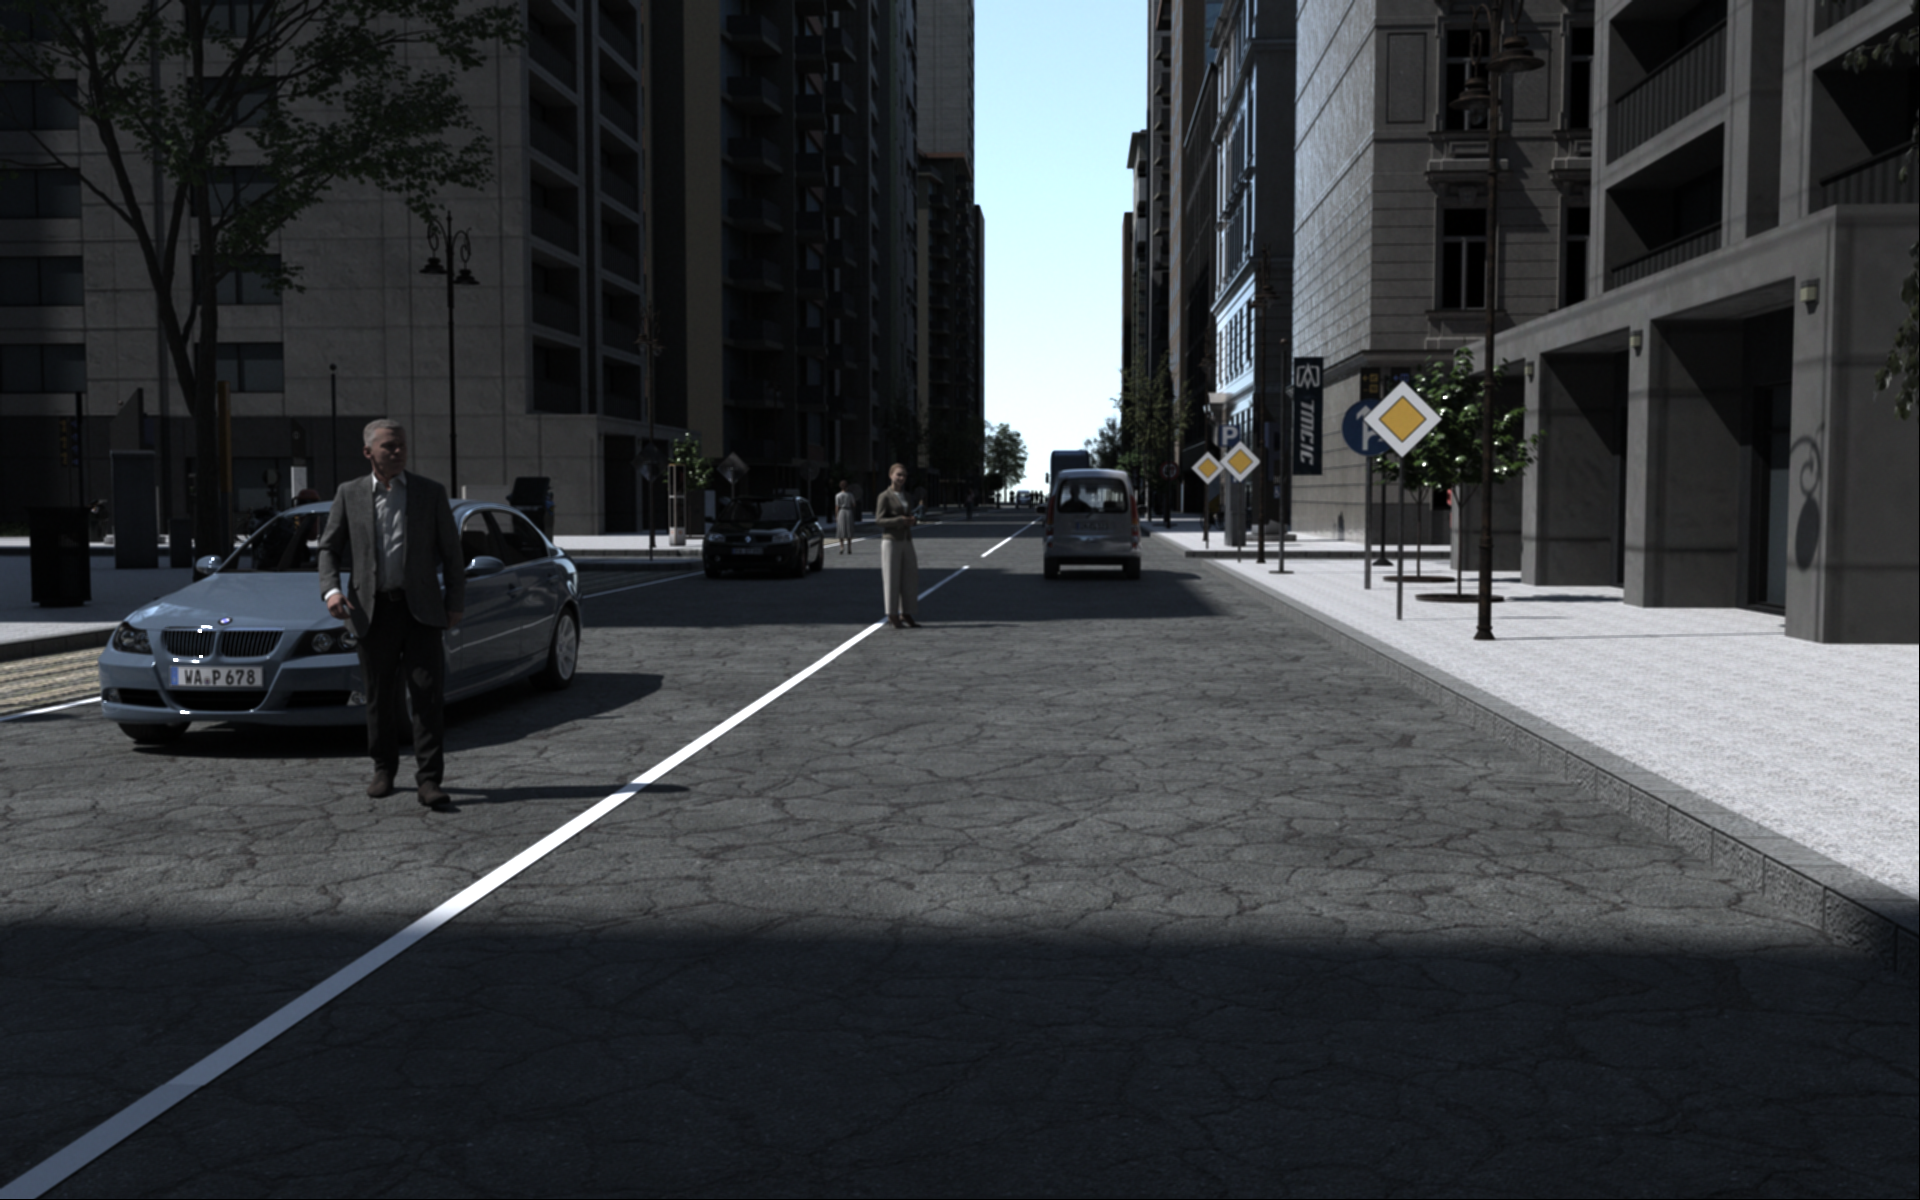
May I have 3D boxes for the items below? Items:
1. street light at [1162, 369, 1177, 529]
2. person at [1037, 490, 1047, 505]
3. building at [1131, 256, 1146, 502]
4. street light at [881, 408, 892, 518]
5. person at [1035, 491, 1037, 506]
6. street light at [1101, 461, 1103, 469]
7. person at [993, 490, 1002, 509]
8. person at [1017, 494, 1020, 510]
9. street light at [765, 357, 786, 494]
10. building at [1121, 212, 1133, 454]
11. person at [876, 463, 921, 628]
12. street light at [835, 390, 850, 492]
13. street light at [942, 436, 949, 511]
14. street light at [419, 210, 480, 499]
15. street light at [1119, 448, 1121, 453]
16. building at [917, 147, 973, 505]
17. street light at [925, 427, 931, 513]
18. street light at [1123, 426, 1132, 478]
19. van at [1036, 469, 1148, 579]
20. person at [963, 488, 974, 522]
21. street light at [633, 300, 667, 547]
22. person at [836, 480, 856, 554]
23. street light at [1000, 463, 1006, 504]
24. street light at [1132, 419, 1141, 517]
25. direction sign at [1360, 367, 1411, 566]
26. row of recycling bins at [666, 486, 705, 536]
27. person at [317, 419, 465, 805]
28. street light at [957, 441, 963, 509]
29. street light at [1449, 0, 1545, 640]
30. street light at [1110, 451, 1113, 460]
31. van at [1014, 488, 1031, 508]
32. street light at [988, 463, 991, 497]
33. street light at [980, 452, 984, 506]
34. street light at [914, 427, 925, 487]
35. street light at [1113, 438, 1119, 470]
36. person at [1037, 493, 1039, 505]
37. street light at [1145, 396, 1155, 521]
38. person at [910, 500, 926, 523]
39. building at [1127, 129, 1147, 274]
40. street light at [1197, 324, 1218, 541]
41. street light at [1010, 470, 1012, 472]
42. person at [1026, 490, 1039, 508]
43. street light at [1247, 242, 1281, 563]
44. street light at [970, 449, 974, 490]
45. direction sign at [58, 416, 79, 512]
[{"bbox_3d":[7.757,-5.595,64.259,0.468,5.910,1.993,0,4,4],"label":"street light"},{"bbox_3d":[6.811,-8.227,143.797,0.721,1.735,1.217,-3,5,-40],"label":"person"},{"bbox_3d":[28.430,-26.843,210.580,14.160,30.474,14.107,0,4,4],"label":"building"},{"bbox_3d":[-3.938,-7.358,93.097,0.468,5.910,1.993,0,4,4],"label":"street light"},{"bbox_3d":[9.284,-12.408,211.001,0.705,1.869,1.348,0,4,8],"label":"person"},{"bbox_3d":[20.919,-17.423,257.658,0.468,5.910,1.993,0,4,4],"label":"street light"},{"bbox_3d":[3.618,-9.628,166.001,0.705,1.814,1.350,3,5,41],"label":"person"},{"bbox_3d":[5.378,-8.926,157.663,0.599,1.433,0.991,0,4,-5],"label":"person"},{"bbox_3d":[-6.244,-5.255,58.700,0.468,5.910,1.993,0,4,4],"label":"street light"},{"bbox_3d":[31.876,-37.690,266.342,14.600,45.320,14.200,0,4,4],"label":"building"},{"bbox_3d":[-0.642,-0.579,18.523,0.362,1.759,0.519,3,5,43],"label":"person"},{"bbox_3d":[-5.123,-6.273,75.352,0.468,5.910,1.993,0,4,4],"label":"street light"},{"bbox_3d":[-1.110,-9.914,134.876,0.468,5.910,1.993,0,4,4],"label":"street light"},{"bbox_3d":[-8.323,-3.401,28.395,0.468,5.910,1.993,0,4,4],"label":"street light"},{"bbox_3d":[11.894,-9.262,124.224,0.468,5.910,1.993,0,4,4],"label":"street light"},{"bbox_3d":[-9.817,-34.436,217.649,22.147,44.769,28.867,0,4,4],"label":"building"},{"bbox_3d":[-2.279,-8.891,118.161,0.468,5.910,1.993,0,4,4],"label":"street light"},{"bbox_3d":[11.282,-8.696,114.969,0.468,5.910,1.993,0,4,4],"label":"street light"},{"bbox_3d":[2.332,-1.446,30.655,2.013,2.044,4.112,0,4,4],"label":"van"},{"bbox_3d":[0.480,-4.955,90.111,0.593,1.750,0.643,1,4,16],"label":"person"},{"bbox_3d":[-7.393,-4.202,41.485,0.468,5.910,1.993,0,4,4],"label":"street light"},{"bbox_3d":[-2.732,-1.972,41.313,0.480,1.755,0.524,-1,4,-10],"label":"person"},{"bbox_3d":[5.566,-16.006,234.479,0.468,5.910,1.993,0,4,4],"label":"street light"},{"bbox_3d":[10.156,-7.666,98.124,0.468,5.910,1.993,0,4,4],"label":"street light"},{"bbox_3d":[7.586,-2.385,30.986,0.876,3.537,0.379,0,4,4],"label":"direction sign"},{"bbox_3d":[-8.723,-2.944,55.255,1.069,1.692,3.534,-1,4,-16],"label":"row of recycling bins"},{"bbox_3d":[-2.612,0.053,8.034,0.661,1.777,0.834,-2,4,-26],"label":"person"},{"bbox_3d":[0.034,-10.939,151.640,0.468,5.910,1.993,0,4,4],"label":"street light"},{"bbox_3d":[4.625,-2.588,15.100,0.468,5.910,1.993,0,4,4],"label":"street light"},{"bbox_3d":[14.077,-11.330,158.029,0.468,5.910,1.993,0,4,4],"label":"street light"},{"bbox_3d":[6.541,-10.488,178.489,2.013,2.044,4.112,0,4,2],"label":"van"},{"bbox_3d":[3.320,-13.959,201.015,0.468,5.910,1.993,0,4,4],"label":"street light"},{"bbox_3d":[2.350,-12.989,185.155,0.468,5.910,1.993,0,4,4],"label":"street light"},{"bbox_3d":[-2.729,-8.409,110.273,0.468,5.910,1.993,0,4,4],"label":"street light"},{"bbox_3d":[12.905,-10.281,140.883,0.468,5.910,1.993,0,4,4],"label":"street light"},{"bbox_3d":[10.081,-13.281,226.090,0.683,1.767,0.568,2,4,26],"label":"person"},{"bbox_3d":[8.945,-6.643,81.406,0.468,5.910,1.993,0,4,4],"label":"street light"},{"bbox_3d":[-2.053,-4.393,85.820,1.012,1.151,0.738,-2,4,-26],"label":"person"},{"bbox_3d":[38.215,-40.096,244.813,28.713,52.752,27.495,0,4,4],"label":"building"},{"bbox_3d":[6.730,-4.555,47.265,0.468,5.910,1.993,0,4,4],"label":"street light"},{"bbox_3d":[7.869,-18.042,267.779,0.468,5.910,1.993,0,4,4],"label":"street light"},{"bbox_3d":[7.278,-10.137,174.205,1.348,1.831,0.705,0,4,3],"label":"person"},{"bbox_3d":[5.597,-3.623,32.018,0.468,5.910,1.993,0,4,4],"label":"street light"},{"bbox_3d":[1.237,-11.970,168.502,0.468,5.910,1.993,0,4,4],"label":"street light"},{"bbox_3d":[-26.057,-3.589,50.685,0.379,3.537,0.876,0,4,6],"label":"direction sign"}]
